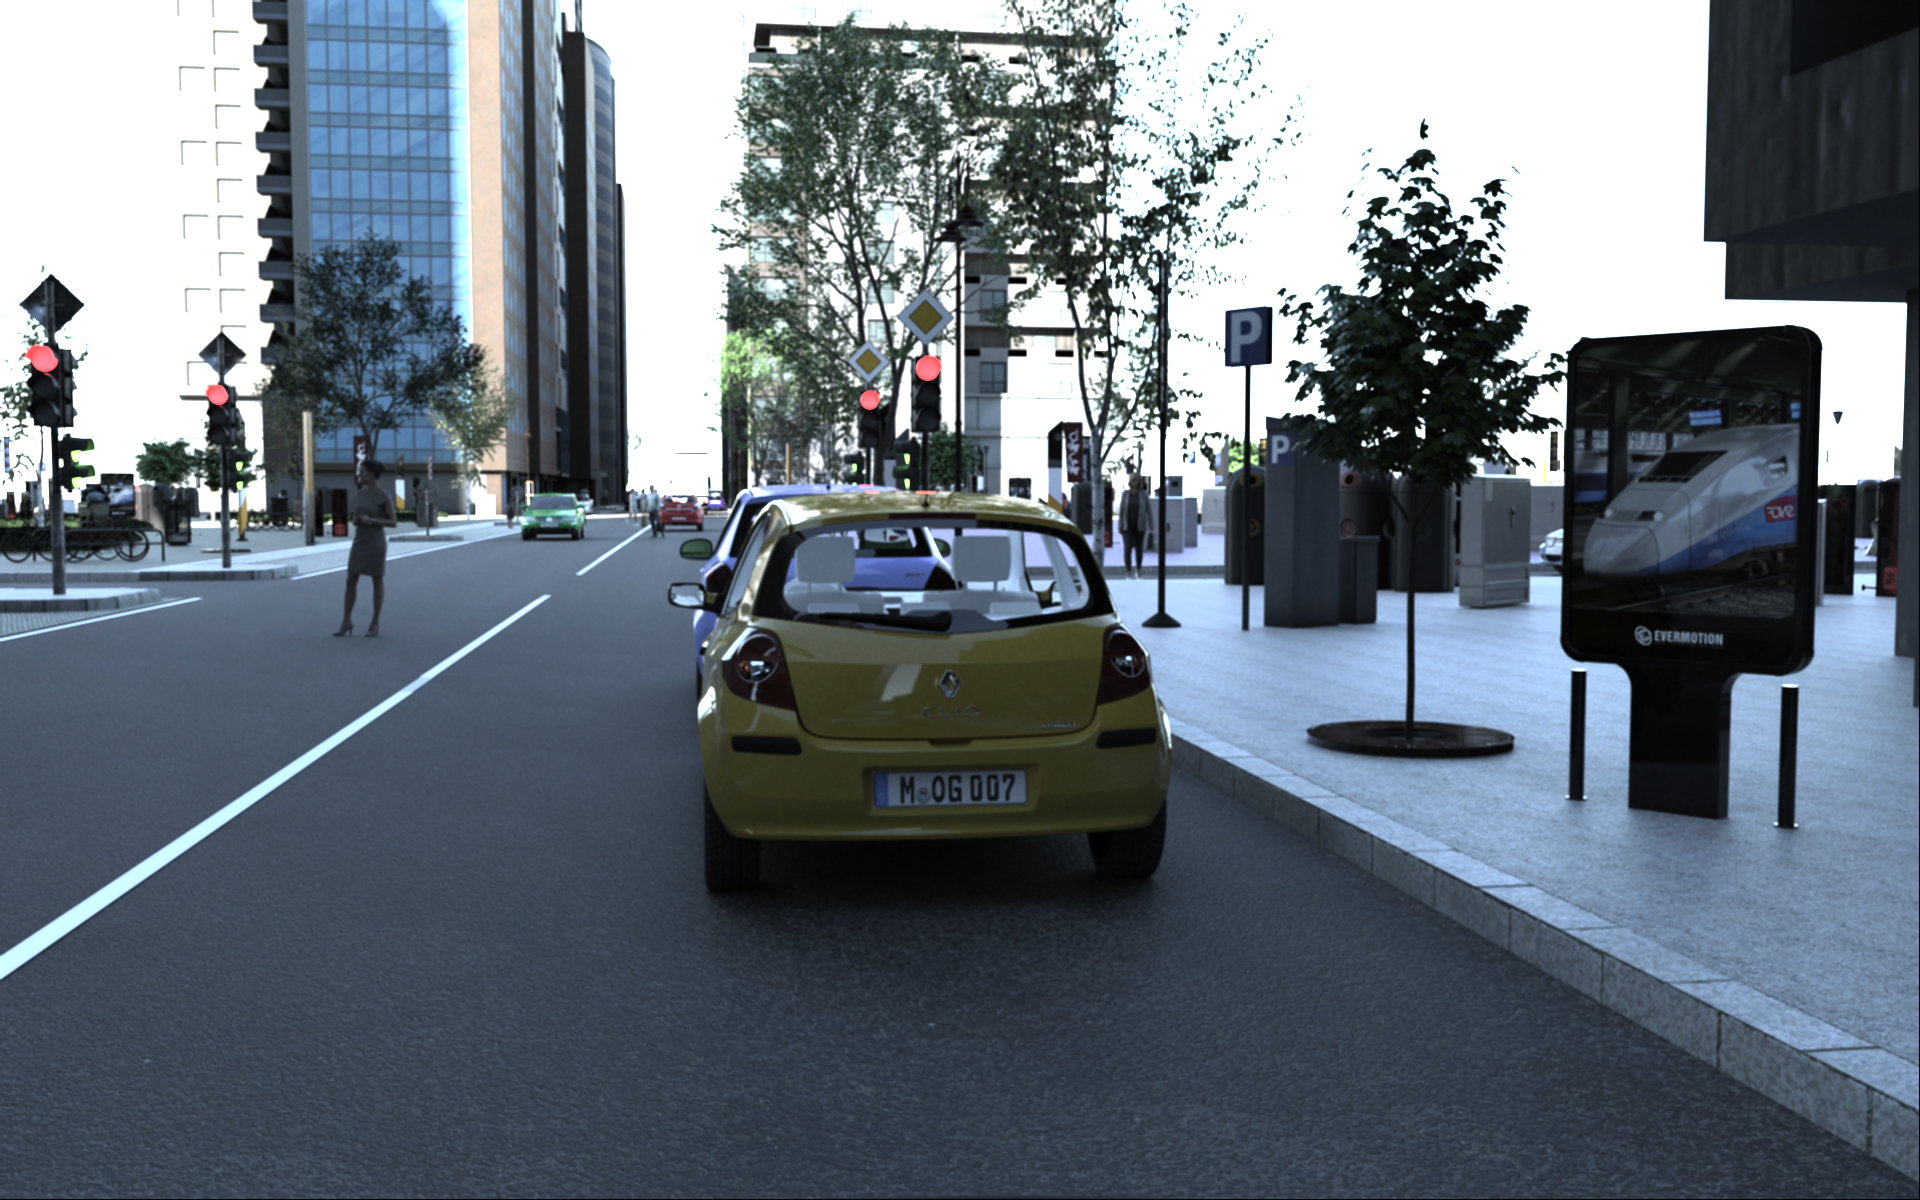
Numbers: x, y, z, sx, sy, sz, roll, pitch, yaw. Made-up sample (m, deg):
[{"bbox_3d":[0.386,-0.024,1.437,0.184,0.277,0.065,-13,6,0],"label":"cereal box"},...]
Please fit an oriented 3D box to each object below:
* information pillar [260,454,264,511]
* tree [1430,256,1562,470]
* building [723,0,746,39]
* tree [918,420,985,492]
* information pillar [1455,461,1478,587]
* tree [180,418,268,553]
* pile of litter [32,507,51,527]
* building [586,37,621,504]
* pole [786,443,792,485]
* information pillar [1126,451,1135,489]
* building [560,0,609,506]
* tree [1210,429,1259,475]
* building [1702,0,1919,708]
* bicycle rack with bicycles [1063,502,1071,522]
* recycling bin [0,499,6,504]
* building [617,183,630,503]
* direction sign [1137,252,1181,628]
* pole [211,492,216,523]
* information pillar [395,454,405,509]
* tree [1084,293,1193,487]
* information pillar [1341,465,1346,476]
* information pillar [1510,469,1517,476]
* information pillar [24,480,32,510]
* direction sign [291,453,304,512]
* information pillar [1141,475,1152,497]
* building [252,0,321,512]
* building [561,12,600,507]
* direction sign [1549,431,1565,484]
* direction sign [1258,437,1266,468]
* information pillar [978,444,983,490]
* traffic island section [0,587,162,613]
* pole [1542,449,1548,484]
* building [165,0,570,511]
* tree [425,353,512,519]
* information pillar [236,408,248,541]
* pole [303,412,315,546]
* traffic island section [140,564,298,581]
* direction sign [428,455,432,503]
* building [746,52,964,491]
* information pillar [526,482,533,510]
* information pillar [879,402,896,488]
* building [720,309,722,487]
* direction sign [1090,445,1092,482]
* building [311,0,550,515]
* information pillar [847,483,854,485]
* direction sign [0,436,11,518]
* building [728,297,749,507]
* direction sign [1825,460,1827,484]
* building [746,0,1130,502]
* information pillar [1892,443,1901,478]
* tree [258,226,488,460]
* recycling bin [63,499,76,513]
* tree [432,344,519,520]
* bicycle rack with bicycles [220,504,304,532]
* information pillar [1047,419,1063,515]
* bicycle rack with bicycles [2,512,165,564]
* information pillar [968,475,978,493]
[{"bbox_3d":[-40.778,-6.717,101.178,0.183,3.616,0.504,-2,4,-28],"label":"information pillar"},{"bbox_3d":[15.986,-6.268,52.848,4.360,8.622,3.978,0,3,0],"label":"tree"},{"bbox_3d":[-17.588,-40.760,208.416,21.231,58.520,28.212,-1,4,-9],"label":"building"},{"bbox_3d":[-0.589,-5.593,75.157,4.285,4.588,4.351,0,3,0],"label":"tree"},{"bbox_3d":[6.986,-1.198,24.078,0.304,2.012,0.304,3,5,39],"label":"information pillar"},{"bbox_3d":[-16.197,-2.666,38.189,1.663,3.219,1.824,0,3,0],"label":"tree"},{"bbox_3d":[-30.484,-2.689,57.935,1.176,0.858,1.719,-1,4,-8],"label":"pile of litter"},{"bbox_3d":[-54.548,-41.415,219.141,21.231,58.520,28.212,-1,4,-9],"label":"building"},{"bbox_3d":[-6.889,-4.646,69.812,0.158,3.312,0.155,0,3,0],"label":"pole"},{"bbox_3d":[9.345,-6.335,94.935,0.504,3.616,0.183,1,4,8],"label":"information pillar"},{"bbox_3d":[-50.528,-46.254,194.507,20.563,71.187,20.611,-1,4,-9],"label":"building"},{"bbox_3d":[14.079,-6.317,87.004,4.285,4.588,4.351,0,3,0],"label":"tree"},{"bbox_3d":[11.459,-14.417,7.426,14.160,30.474,14.107,-1,4,-9],"label":"building"},{"bbox_3d":[4.788,-3.934,77.704,2.925,0.926,2.852,0,4,-7],"label":"bicycle rack with bicycles"},{"bbox_3d":[-54.462,-5.259,98.545,0.722,1.027,0.722,2,4,24],"label":"recycling bin"},{"bbox_3d":[-53.624,-36.165,241.401,14.600,45.320,14.200,-1,4,-9],"label":"building"},{"bbox_3d":[1.953,-1.510,16.690,0.379,3.537,0.876,1,4,12],"label":"direction sign"},{"bbox_3d":[-32.665,-5.006,75.698,0.158,3.312,0.155,0,3,0],"label":"pole"},{"bbox_3d":[-32.481,-6.676,100.512,0.504,3.616,0.183,0,4,6],"label":"information pillar"},{"bbox_3d":[6.357,-6.828,62.008,4.737,8.622,4.395,0,3,0],"label":"tree"},{"bbox_3d":[7.726,-2.637,34.462,0.504,3.616,0.183,0,4,-3],"label":"information pillar"},{"bbox_3d":[34.231,-7.086,107.215,0.504,3.616,0.183,3,4,38],"label":"information pillar"},{"bbox_3d":[-49.531,-5.357,92.075,0.304,2.012,0.304,-2,4,-30],"label":"information pillar"},{"bbox_3d":[-36.418,-6.322,95.355,0.379,3.537,0.876,2,4,26],"label":"direction sign"},{"bbox_3d":[7.114,-3.766,66.064,0.304,2.012,0.304,2,4,35],"label":"information pillar"},{"bbox_3d":[-35.241,-28.080,109.215,14.600,45.320,14.200,-1,4,-9],"label":"building"},{"bbox_3d":[-42.045,-31.489,164.947,14.600,45.320,14.200,-1,4,-9],"label":"building"},{"bbox_3d":[21.307,-4.251,61.499,0.379,3.537,0.876,-3,5,-41],"label":"direction sign"},{"bbox_3d":[12.362,-4.733,69.381,0.876,3.537,0.379,-1,4,-14],"label":"direction sign"},{"bbox_3d":[0.968,-5.493,81.161,0.183,3.616,0.504,-1,4,-21],"label":"information pillar"},{"bbox_3d":[-11.568,0.004,22.216,2.009,0.180,2.903,-1,4,-9],"label":"traffic island section"},{"bbox_3d":[26.197,-5.121,77.579,0.158,3.312,0.155,0,3,0],"label":"pole"},{"bbox_3d":[-47.103,-33.843,142.576,28.713,52.752,27.495,-1,4,-9],"label":"building"},{"bbox_3d":[-25.353,-8.547,90.106,4.360,8.622,3.978,0,3,0],"label":"tree"},{"bbox_3d":[-19.612,-3.421,47.295,0.183,3.616,0.504,0,4,-2],"label":"information pillar"},{"bbox_3d":[-16.188,-3.010,43.061,0.158,3.312,0.155,0,3,0],"label":"pole"},{"bbox_3d":[-12.766,-0.479,30.111,2.009,0.180,2.903,-1,4,-9],"label":"traffic island section"},{"bbox_3d":[-30.463,-6.579,99.570,0.379,3.537,0.876,-2,4,-29],"label":"direction sign"},{"bbox_3d":[-7.497,-21.178,117.969,14.160,30.474,14.107,-1,4,-9],"label":"building"},{"bbox_3d":[-25.388,-5.975,102.175,0.304,2.012,0.304,-3,5,-42],"label":"information pillar"},{"bbox_3d":[-1.767,-3.074,41.610,0.504,3.616,0.183,0,4,-7],"label":"information pillar"},{"bbox_3d":[-28.569,-29.738,257.910,14.160,30.474,14.107,-1,4,-9],"label":"building"},{"bbox_3d":[5.652,-5.080,75.063,0.379,3.537,0.876,3,5,43],"label":"direction sign"},{"bbox_3d":[-36.618,-28.944,123.342,14.600,45.320,14.200,-1,4,-9],"label":"building"},{"bbox_3d":[-5.286,-4.849,83.778,0.304,2.012,0.304,0,4,7],"label":"information pillar"},{"bbox_3d":[-37.176,-4.604,67.264,0.876,3.537,0.379,1,4,20],"label":"direction sign"},{"bbox_3d":[-8.334,-19.790,168.610,27.650,21.520,28.899,-1,4,-9],"label":"building"},{"bbox_3d":[52.741,-6.946,105.557,0.379,3.537,0.876,2,4,28],"label":"direction sign"},{"bbox_3d":[-3.207,-33.621,138.936,28.713,52.752,27.495,-1,4,-9],"label":"building"},{"bbox_3d":[43.294,-5.421,79.992,0.183,3.616,0.504,-2,4,-30],"label":"information pillar"},{"bbox_3d":[-20.124,-7.665,59.742,8.767,10.594,7.601,0,4,5],"label":"tree"},{"bbox_3d":[-49.726,-5.126,96.360,0.722,1.027,0.722,3,4,36],"label":"recycling bin"},{"bbox_3d":[-23.770,-8.198,84.394,4.737,8.622,4.395,0,3,0],"label":"tree"},{"bbox_3d":[-24.257,-2.878,60.442,2.925,0.926,2.852,-2,4,-29],"label":"bicycle rack with bicycles"},{"bbox_3d":[2.998,-3.853,54.352,0.504,3.616,0.183,0,4,-5],"label":"information pillar"},{"bbox_3d":[-16.661,-1.203,33.053,2.925,0.926,2.852,-3,5,-43],"label":"bicycle rack with bicycles"},{"bbox_3d":[0.500,-3.848,67.405,0.304,2.012,0.304,-1,4,-22],"label":"information pillar"}]
